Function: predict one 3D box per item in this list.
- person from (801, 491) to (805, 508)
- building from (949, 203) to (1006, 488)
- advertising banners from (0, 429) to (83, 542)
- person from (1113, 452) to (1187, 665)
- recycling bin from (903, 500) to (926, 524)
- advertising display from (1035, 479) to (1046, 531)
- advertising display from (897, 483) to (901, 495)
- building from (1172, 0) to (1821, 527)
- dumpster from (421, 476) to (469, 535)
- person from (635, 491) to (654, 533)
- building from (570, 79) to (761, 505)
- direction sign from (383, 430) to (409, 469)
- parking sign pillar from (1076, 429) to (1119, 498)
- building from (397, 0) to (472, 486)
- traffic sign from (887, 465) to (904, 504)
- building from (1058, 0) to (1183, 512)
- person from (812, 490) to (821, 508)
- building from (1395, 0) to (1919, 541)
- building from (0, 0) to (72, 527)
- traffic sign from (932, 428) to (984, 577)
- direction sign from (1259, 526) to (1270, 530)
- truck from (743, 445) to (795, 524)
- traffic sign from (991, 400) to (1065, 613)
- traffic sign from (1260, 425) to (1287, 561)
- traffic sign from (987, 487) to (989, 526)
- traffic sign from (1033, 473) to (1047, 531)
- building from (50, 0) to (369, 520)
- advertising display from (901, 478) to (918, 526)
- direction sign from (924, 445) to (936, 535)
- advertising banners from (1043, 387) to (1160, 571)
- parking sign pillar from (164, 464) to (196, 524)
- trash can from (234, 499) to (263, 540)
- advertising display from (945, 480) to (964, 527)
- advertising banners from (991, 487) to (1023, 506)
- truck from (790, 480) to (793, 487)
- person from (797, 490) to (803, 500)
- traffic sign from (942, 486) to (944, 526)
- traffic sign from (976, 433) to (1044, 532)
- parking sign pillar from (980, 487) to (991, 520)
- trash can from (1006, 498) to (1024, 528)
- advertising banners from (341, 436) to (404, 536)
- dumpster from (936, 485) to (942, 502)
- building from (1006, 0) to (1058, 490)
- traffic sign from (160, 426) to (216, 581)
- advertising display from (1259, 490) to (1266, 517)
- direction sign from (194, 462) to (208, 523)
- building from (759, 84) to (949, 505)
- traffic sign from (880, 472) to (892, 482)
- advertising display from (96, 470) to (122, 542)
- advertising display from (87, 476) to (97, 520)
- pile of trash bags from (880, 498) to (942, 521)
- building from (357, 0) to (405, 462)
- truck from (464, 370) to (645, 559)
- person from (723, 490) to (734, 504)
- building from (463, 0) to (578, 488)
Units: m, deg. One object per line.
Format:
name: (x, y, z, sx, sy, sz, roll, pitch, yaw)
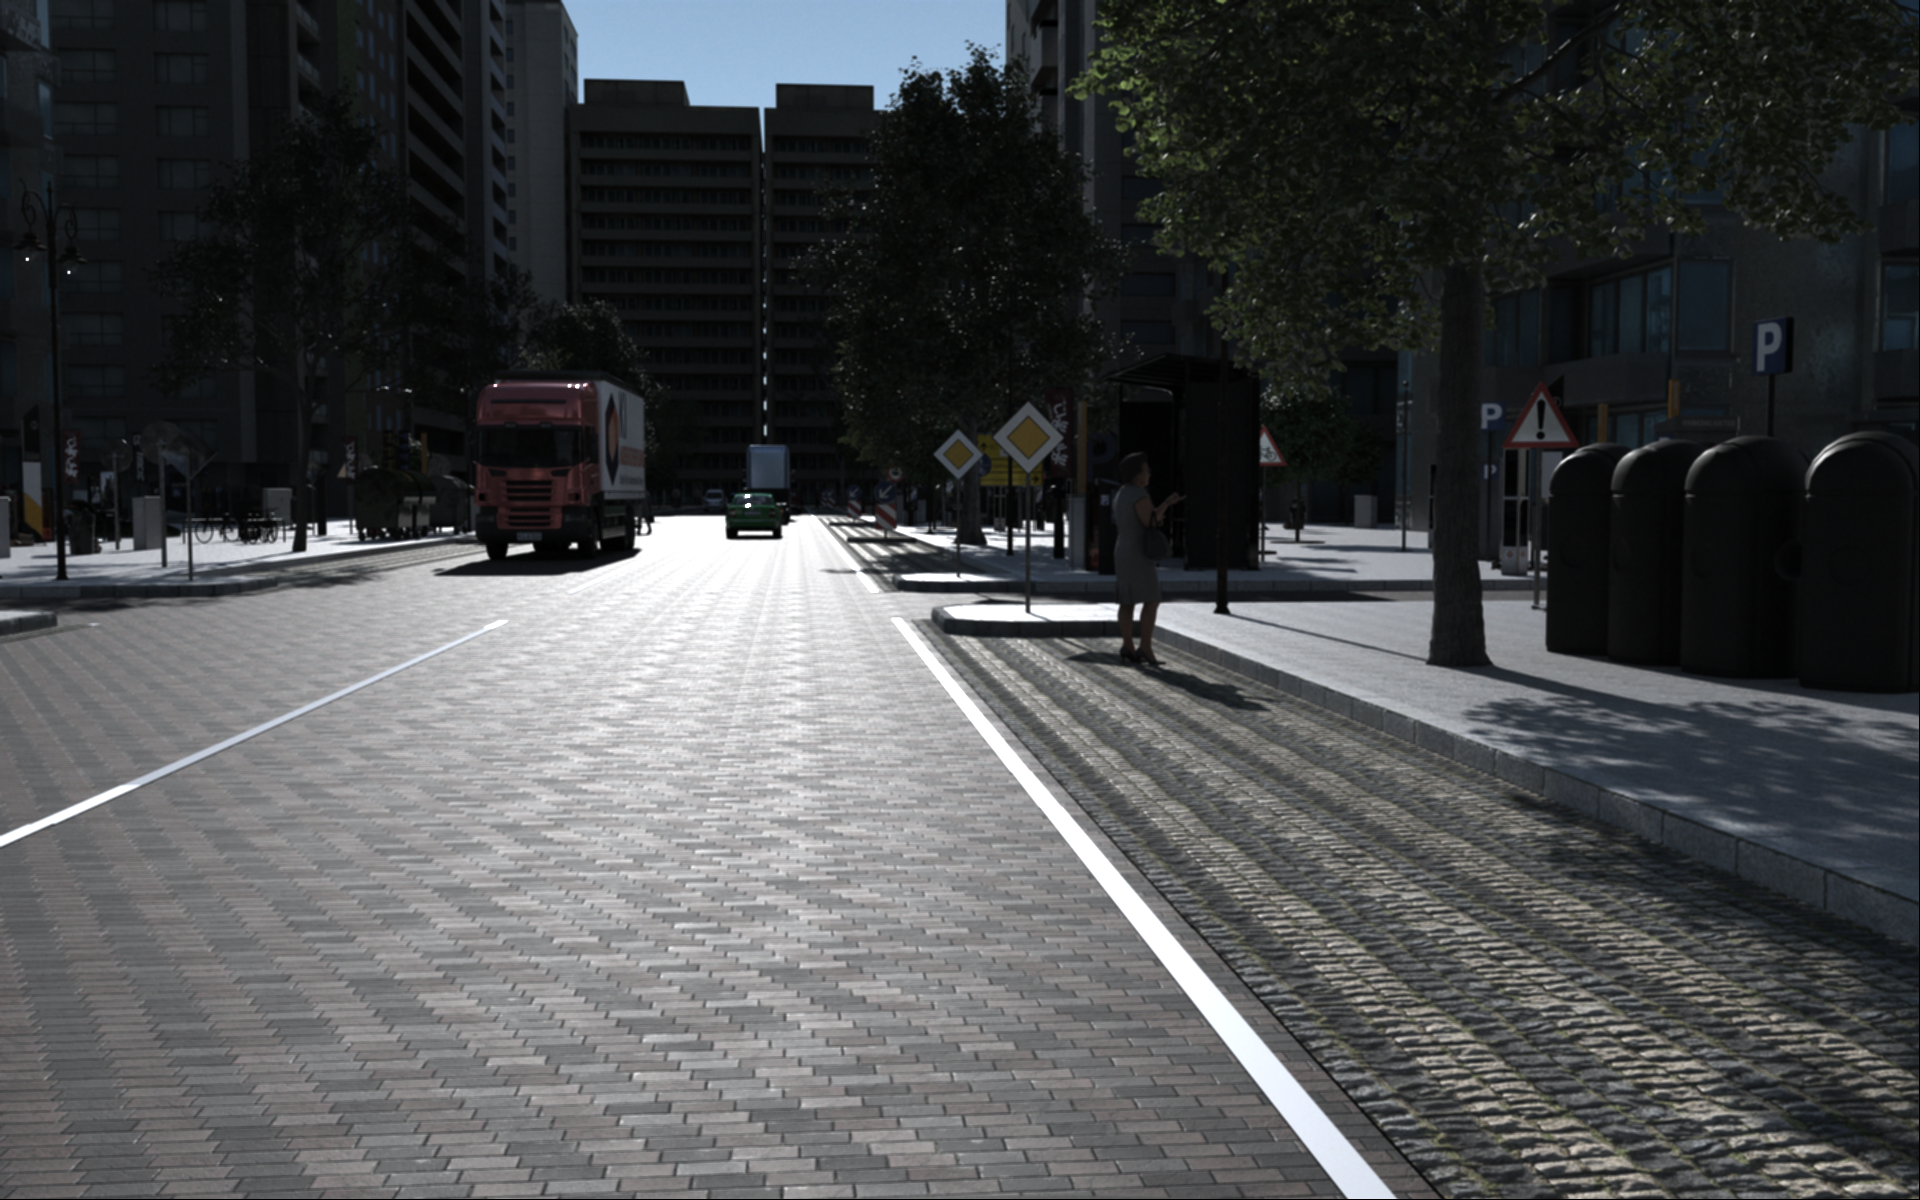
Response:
person: (-16.199, -10.258, 176.900, 0.721, 1.739, 1.217, 3, 4, 37)
building: (5.377, -34.107, 207.764, 14.200, 45.320, 14.600, 0, 4, -5)
advertising banners: (-24.592, -3.070, 46.380, 2.074, 3.025, 0.090, -1, 4, -20)
person: (1.597, -0.347, 14.535, 0.532, 1.782, 0.716, -1, 4, -19)
recycling bin: (-1.960, -3.811, 74.868, 0.722, 1.027, 0.722, -3, 5, -44)
advertising display: (2.835, -3.418, 61.102, 0.123, 1.923, 0.974, -1, 4, -13)
advertising display: (-3.148, -5.848, 100.832, 0.974, 1.923, 0.123, -1, 4, -9)
building: (23.506, -28.656, 88.132, 23.786, 49.044, 30.456, 0, 4, -5)
dumpster: (-16.443, -3.023, 55.178, 1.264, 1.857, 1.865, 0, 4, -5)
person: (-11.515, -3.325, 62.960, 0.694, 1.812, 0.767, -3, 5, -39)
building: (-34.230, -35.670, 206.914, 21.600, 48.544, 21.300, 0, 4, -5)
direction sign: (-19.917, -4.235, 61.238, 0.876, 3.537, 0.379, -2, 4, -26)
parking sign pillar: (4.263, -3.968, 53.341, 1.447, 3.967, 1.447, -1, 4, -16)
building: (-47.665, -30.485, 122.139, 21.300, 48.544, 21.600, 0, 4, -5)
traffic sign: (-2.730, -4.485, 73.443, 0.768, 2.556, 0.104, 0, 3, 0)
building: (17.513, -35.525, 122.838, 21.231, 58.520, 28.212, 0, 4, -5)
person: (-13.270, -9.343, 161.201, 1.348, 1.831, 0.705, -3, 5, -40)
building: (29.048, -26.406, 51.345, 30.456, 49.044, 23.786, 0, 4, -5)
building: (-44.018, -26.573, 54.075, 23.786, 49.044, 30.456, 0, 4, -5)
traffic sign: (-0.028, -1.405, 26.616, 0.795, 2.450, 0.064, 0, 4, -5)
direction sign: (10.886, -4.273, 61.869, 0.876, 3.537, 0.379, 0, 4, 7)
truck: (-10.144, -6.131, 90.000, 2.967, 4.110, 18.799, 0, 4, -5)
traffic sign: (0.731, -0.919, 18.667, 0.795, 2.450, 0.064, 0, 4, -5)
traffic sign: (5.766, -2.013, 32.916, 0.884, 2.594, 0.081, 0, 4, 1)
traffic sign: (1.114, -4.254, 69.658, 0.768, 2.556, 0.104, 0, 4, 3)
traffic sign: (2.570, -3.657, 59.790, 0.884, 2.594, 0.081, 0, 4, 2)
building: (-40.098, -24.886, 90.486, 14.154, 41.232, 14.086, 0, 4, -5)
advertising display: (-1.996, -3.968, 70.095, 0.123, 1.923, 0.974, 2, 4, 28)
direction sign: (-0.951, -3.843, 54.832, 0.379, 3.537, 0.876, 0, 4, 3)
advertising banners: (2.354, -1.994, 28.789, 2.074, 3.025, 0.090, -1, 4, -18)
parking sign pillar: (-34.264, -5.341, 75.800, 1.447, 3.967, 1.447, -1, 4, -11)
trash can: (-20.054, -2.276, 48.864, 0.748, 1.137, 0.748, 0, 3, 0)
advertising display: (-0.099, -3.826, 67.773, 0.974, 1.923, 0.123, 0, 4, 4)
advertising banners: (2.161, -5.206, 81.298, 2.074, 3.025, 0.090, 2, 4, 28)
truck: (-16.122, -9.906, 150.875, 2.839, 4.237, 11.283, 0, 4, -4)
person: (-12.595, -7.802, 136.591, 0.721, 1.766, 1.217, 1, 4, 12)
traffic sign: (-0.696, -4.259, 69.741, 0.768, 2.556, 0.104, 0, 4, 2)
traffic sign: (1.656, -3.912, 57.826, 2.265, 3.308, 0.079, 0, 3, 0)
parking sign pillar: (0.665, -5.235, 74.067, 1.447, 3.967, 1.447, 1, 4, 21)
trash can: (2.089, -3.310, 65.775, 0.748, 1.137, 0.748, 0, 3, 0)
advertising banners: (-17.792, -3.449, 52.583, 0.090, 3.025, 2.074, 3, 5, 42)
dumpster: (-0.860, -5.707, 99.072, 1.264, 1.857, 1.865, 0, 4, -6)
building: (18.840, -34.363, 151.067, 28.713, 52.752, 27.495, 0, 4, -5)
traffic sign: (-11.373, -1.340, 25.558, 0.795, 2.450, 0.064, 0, 4, -5)
advertising display: (8.739, -2.874, 52.205, 0.974, 1.923, 0.123, 1, 4, 18)
direction sign: (-34.069, -5.246, 77.773, 0.379, 3.537, 0.876, 1, 4, 16)
building: (-12.748, -35.809, 209.176, 21.600, 48.544, 21.300, 0, 4, -5)
traffic sign: (-4.228, -6.064, 99.248, 0.768, 2.556, 0.104, 0, 4, -5)
advertising display: (-23.009, -2.552, 46.934, 0.974, 1.923, 0.123, 3, 4, 38)
advertising display: (-30.126, -3.391, 60.658, 0.123, 1.923, 0.974, 1, 4, 17)
pile of trash bags: (-2.782, -5.049, 92.305, 3.447, 1.369, 1.912, -3, 5, -43)
building: (-42.581, -27.808, 104.773, 14.600, 45.320, 14.200, 0, 4, -5)
truck: (-9.446, -3.221, 41.585, 2.839, 4.237, 11.283, 0, 4, -4)
person: (-17.777, -7.625, 133.890, 1.217, 1.735, 0.721, -2, 4, -27)
building: (-59.471, -40.510, 204.338, 28.212, 58.520, 21.231, 0, 4, -5)
